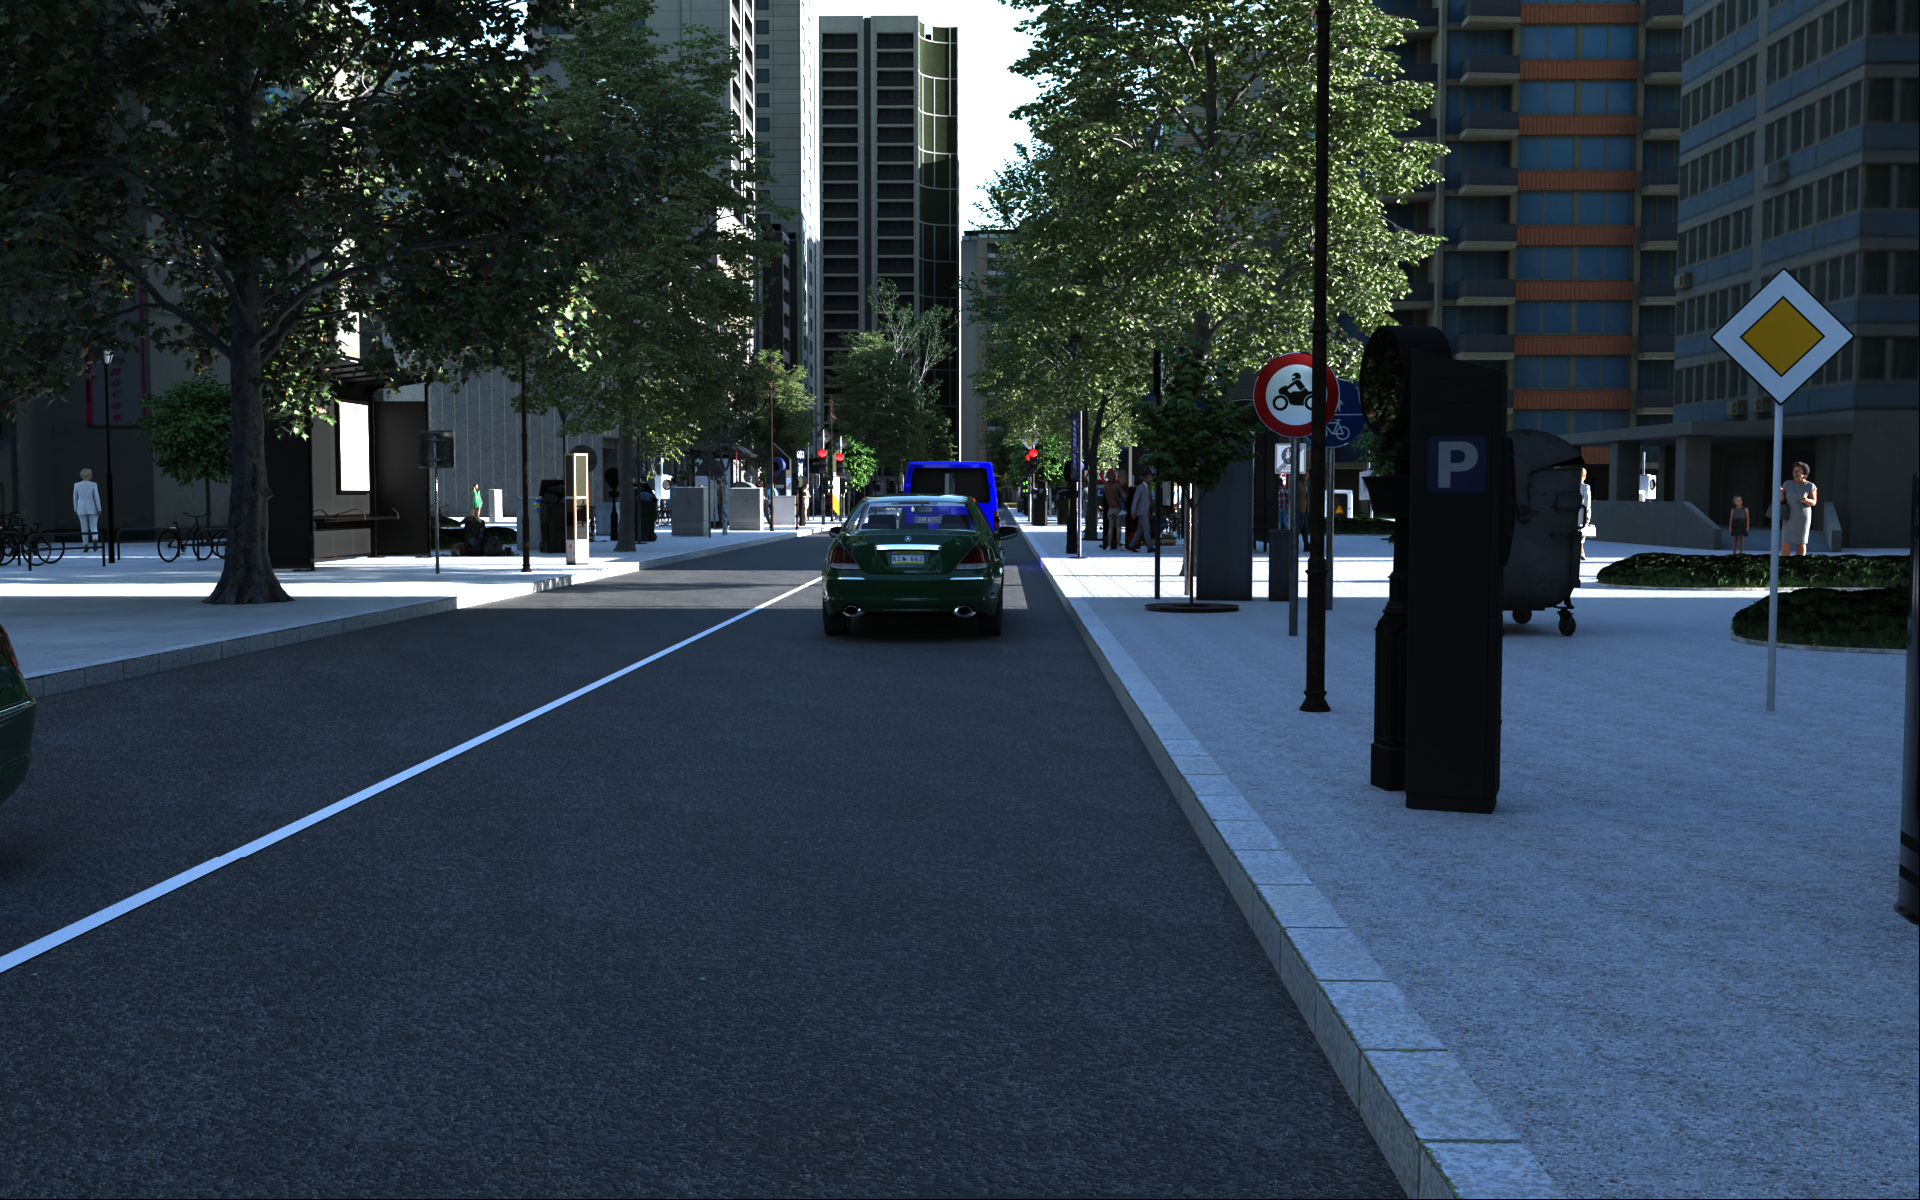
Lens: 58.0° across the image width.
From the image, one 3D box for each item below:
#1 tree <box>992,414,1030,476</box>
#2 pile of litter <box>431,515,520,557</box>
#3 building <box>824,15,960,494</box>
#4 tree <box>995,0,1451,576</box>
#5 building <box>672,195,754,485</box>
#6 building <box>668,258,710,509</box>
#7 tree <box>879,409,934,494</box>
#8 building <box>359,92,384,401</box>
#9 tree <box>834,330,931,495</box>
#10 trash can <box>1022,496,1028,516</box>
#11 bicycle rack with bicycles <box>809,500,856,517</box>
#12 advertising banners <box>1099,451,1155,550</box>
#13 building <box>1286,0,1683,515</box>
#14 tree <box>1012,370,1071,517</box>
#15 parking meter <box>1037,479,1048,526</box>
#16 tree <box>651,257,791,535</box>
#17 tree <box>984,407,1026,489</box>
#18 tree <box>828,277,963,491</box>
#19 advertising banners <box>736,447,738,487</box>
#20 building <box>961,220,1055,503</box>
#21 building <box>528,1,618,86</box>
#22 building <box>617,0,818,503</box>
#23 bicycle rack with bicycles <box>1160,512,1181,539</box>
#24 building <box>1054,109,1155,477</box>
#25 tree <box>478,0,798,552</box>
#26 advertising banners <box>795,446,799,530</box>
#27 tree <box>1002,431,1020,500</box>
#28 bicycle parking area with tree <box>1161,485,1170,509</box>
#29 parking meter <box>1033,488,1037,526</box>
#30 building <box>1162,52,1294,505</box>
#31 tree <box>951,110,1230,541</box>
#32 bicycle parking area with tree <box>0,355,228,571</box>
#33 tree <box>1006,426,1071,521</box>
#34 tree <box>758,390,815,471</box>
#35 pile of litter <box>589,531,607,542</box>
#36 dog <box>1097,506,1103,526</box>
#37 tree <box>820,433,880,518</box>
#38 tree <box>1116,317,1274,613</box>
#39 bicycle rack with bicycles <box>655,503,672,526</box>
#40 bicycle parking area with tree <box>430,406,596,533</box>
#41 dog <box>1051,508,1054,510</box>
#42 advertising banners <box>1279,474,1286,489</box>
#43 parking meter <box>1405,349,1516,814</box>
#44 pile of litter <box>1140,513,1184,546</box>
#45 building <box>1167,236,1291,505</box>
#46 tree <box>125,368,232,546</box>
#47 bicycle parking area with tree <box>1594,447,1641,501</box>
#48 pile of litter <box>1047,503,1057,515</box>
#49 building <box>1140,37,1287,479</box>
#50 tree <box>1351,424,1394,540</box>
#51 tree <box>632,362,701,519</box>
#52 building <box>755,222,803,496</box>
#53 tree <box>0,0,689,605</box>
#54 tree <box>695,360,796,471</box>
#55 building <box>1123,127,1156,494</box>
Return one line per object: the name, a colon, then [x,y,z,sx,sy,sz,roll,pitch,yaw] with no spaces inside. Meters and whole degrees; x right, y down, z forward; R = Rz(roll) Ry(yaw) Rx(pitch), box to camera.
tree: [6.998,-15.662,190.490,7.601,10.594,8.767,0,4,3]
pile of litter: [-10.071,-1.346,35.980,1.719,0.858,1.176,1,4,10]
building: [-10.491,-50.414,262.516,20.611,71.187,20.563,0,4,1]
tree: [4.055,-6.657,26.972,7.486,12.596,7.792,0,3,0]
building: [-24.803,-20.073,146.221,12.078,24.808,19.932,0,4,1]
building: [-25.252,-17.715,125.790,11.583,22.565,21.152,0,4,1]
tree: [-4.747,-11.351,135.954,4.737,8.622,4.395,0,3,0]
building: [-45.355,-19.214,101.532,23.554,28.519,14.401,0,4,1]
tree: [-5.832,-12.377,120.494,7.486,12.596,7.792,0,3,0]
trash can: [4.075,-5.574,102.789,0.748,1.137,0.748,0,3,0]
bicycle rack with bicycles: [-7.159,-5.289,99.855,2.925,0.926,2.852,1,4,9]
advertising banners: [4.025,-2.708,40.472,2.074,3.025,0.090,-3,5,-40]
building: [33.248,-27.512,104.451,28.867,44.769,22.147,0,4,1]
tree: [4.970,-9.011,97.693,4.737,8.622,4.395,0,3,0]
parking meter: [3.303,-3.885,69.233,0.399,1.863,0.255,1,4,21]
tree: [-7.464,-6.348,54.144,4.360,8.622,3.978,0,3,0]
tree: [7.769,-18.577,220.741,9.611,12.733,9.660,0,3,0]
tree: [-6.544,-18.241,154.125,12.611,20.169,13.585,0,3,0]
advertising banners: [-8.112,-4.051,62.429,0.090,3.025,2.074,0,4,-2]
building: [7.085,-35.249,259.911,14.086,41.232,14.154,0,4,1]
building: [-28.219,-44.462,165.208,20.563,71.187,20.611,0,4,1]
building: [-27.932,-47.020,207.026,20.611,71.187,20.563,0,4,1]
bicycle rack with bicycles: [6.035,-2.263,50.378,2.925,0.926,2.852,-3,5,-43]
building: [28.290,-44.016,261.662,28.212,58.520,21.231,0,4,1]
tree: [-7.523,-7.385,38.873,7.486,12.596,7.792,0,3,0]
advertising banners: [-5.860,-4.053,62.460,0.090,3.025,2.074,0,4,-3]
tree: [5.956,-13.671,173.890,4.360,8.622,3.978,0,3,0]
bicycle parking area with tree: [12.485,-7.156,104.003,9.016,4.147,8.231,1,4,8]
parking meter: [3.143,-3.777,70.157,0.372,1.533,0.369,0,3,0]
building: [26.164,-29.391,164.142,14.154,41.232,14.086,0,4,1]
tree: [3.613,-7.440,47.405,9.928,11.665,9.643,0,3,0]
bicycle parking area with tree: [-18.216,-2.799,32.774,8.231,4.147,9.016,2,4,26]
tree: [4.009,-6.134,84.007,4.285,4.588,4.351,0,3,0]
tree: [-12.348,-10.381,120.099,4.737,8.622,4.395,0,3,0]
pile of litter: [-10.300,-1.988,46.471,1.719,0.858,1.176,-1,4,-8]
dog: [5.330,-3.366,69.418,0.513,0.831,0.800,-3,4,-38]
tree: [-5.889,-6.666,92.708,4.285,4.588,4.351,0,3,0]
tree: [2.499,-1.504,19.194,1.663,3.219,1.824,0,3,0]
bicycle rack with bicycles: [-12.269,-3.444,69.690,2.925,0.926,2.852,-1,4,-12]
bicycle parking area with tree: [-15.369,-4.209,55.818,8.231,4.147,9.016,0,4,2]
dog: [6.402,-6.647,123.059,0.513,0.831,0.800,2,4,31]
advertising banners: [14.870,-5.340,83.502,2.074,3.025,0.090,-1,4,-14]
parking meter: [2.039,-0.082,7.047,0.399,1.863,0.255,1,4,21]
pile of litter: [4.881,-1.788,43.191,1.719,0.858,1.176,0,4,-7]
building: [30.952,-17.468,130.647,27.650,21.520,28.899,0,4,1]
tree: [-18.861,-3.634,43.123,4.285,4.588,4.351,0,3,0]
bicycle parking area with tree: [32.267,-6.229,88.850,8.231,4.147,9.016,1,4,14]
pile of litter: [5.397,-5.606,105.616,1.719,0.858,1.176,-2,4,-33]
building: [32.096,-34.642,186.006,23.786,49.044,30.456,0,4,1]
tree: [12.458,-3.960,48.453,4.285,4.588,4.351,0,3,0]
tree: [-15.600,-8.550,90.151,4.737,8.622,4.395,0,3,0]
building: [-24.486,-25.199,183.699,14.160,30.474,14.107,0,4,1]
tree: [-8.372,-6.319,20.316,9.611,12.733,9.660,0,3,0]
tree: [-14.067,-10.909,112.776,7.601,10.594,8.767,0,4,4]
building: [27.125,-34.176,208.890,14.600,45.320,14.200,0,4,1]
